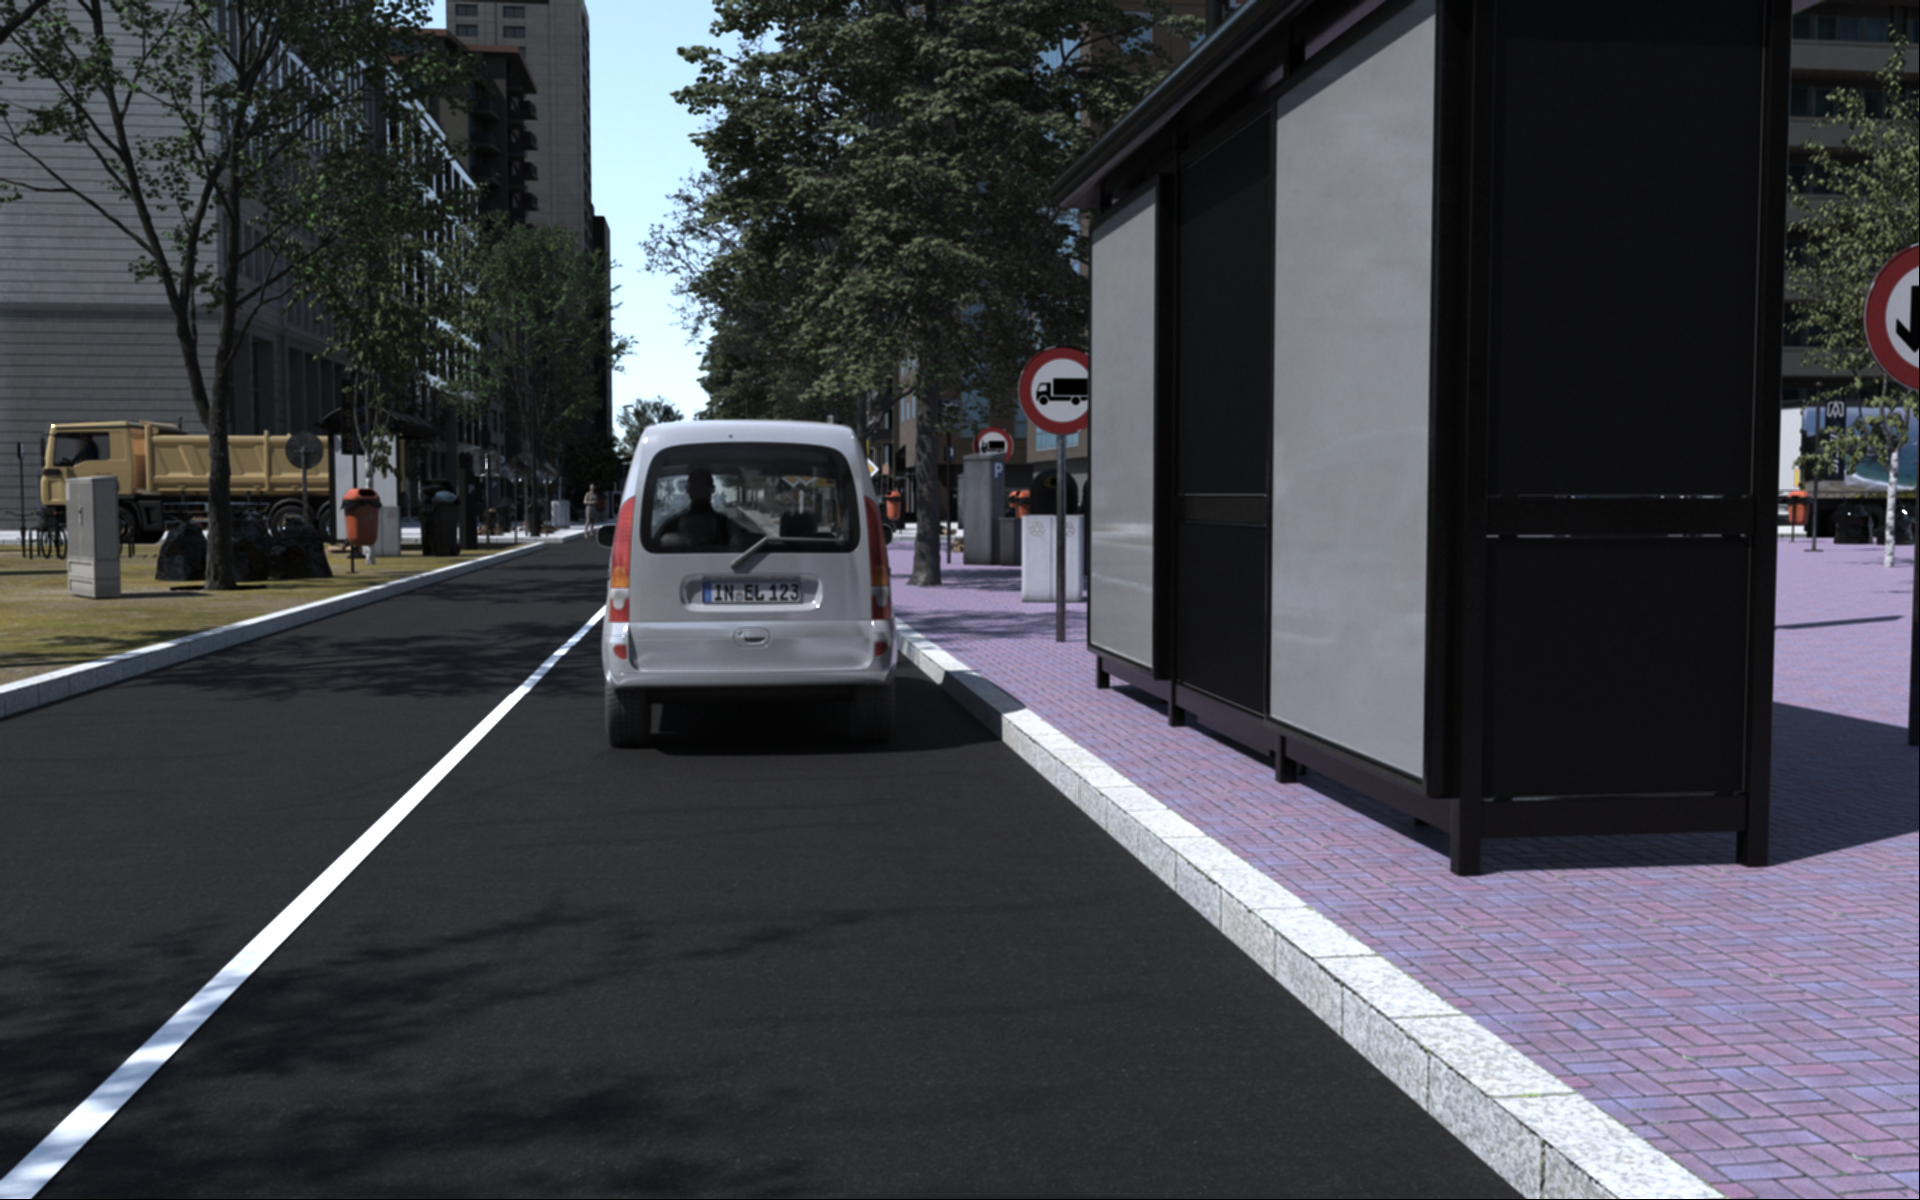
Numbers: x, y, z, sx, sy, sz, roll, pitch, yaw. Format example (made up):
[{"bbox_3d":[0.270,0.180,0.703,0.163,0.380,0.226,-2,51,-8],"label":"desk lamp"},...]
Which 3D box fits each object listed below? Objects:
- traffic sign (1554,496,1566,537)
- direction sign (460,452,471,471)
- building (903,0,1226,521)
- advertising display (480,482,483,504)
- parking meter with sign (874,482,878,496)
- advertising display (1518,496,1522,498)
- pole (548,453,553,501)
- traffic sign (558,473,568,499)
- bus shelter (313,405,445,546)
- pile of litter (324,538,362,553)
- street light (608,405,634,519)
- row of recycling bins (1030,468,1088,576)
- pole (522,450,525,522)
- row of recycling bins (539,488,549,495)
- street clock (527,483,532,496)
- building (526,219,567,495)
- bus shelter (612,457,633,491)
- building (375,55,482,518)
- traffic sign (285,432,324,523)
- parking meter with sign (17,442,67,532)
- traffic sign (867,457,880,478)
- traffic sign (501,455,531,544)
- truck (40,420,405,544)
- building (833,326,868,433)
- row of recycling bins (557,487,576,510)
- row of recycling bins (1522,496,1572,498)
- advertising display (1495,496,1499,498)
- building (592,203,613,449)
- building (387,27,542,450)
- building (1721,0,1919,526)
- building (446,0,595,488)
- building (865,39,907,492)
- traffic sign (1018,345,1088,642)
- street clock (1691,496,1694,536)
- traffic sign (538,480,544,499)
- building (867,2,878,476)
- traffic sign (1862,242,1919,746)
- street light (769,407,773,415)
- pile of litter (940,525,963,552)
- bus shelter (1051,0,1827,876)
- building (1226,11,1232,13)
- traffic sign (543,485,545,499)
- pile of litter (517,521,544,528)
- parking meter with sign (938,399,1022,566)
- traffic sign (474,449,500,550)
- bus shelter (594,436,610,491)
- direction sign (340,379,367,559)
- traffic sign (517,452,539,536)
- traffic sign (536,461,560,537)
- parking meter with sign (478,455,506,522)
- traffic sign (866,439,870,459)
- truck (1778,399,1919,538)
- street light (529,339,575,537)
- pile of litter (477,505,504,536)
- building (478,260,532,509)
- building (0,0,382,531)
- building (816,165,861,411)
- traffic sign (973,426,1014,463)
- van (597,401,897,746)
[{"bbox_3d":[4.297,-0.751,12.391,0.768,2.556,0.104,0,4,-6],"label":"traffic sign"},{"bbox_3d":[-26.819,-6.240,94.025,0.379,3.537,0.876,1,4,19],"label":"direction sign"},{"bbox_3d":[4.443,-26.860,89.272,14.600,45.320,14.200,0,4,-8],"label":"building"},{"bbox_3d":[-26.096,-5.504,95.205,0.123,1.923,0.974,1,4,14],"label":"advertising display"},{"bbox_3d":[-5.146,-7.069,111.839,1.738,3.016,0.543,1,4,13],"label":"parking meter with sign"},{"bbox_3d":[24.764,-4.420,77.484,0.123,1.923,0.974,-2,4,-25],"label":"advertising display"},{"bbox_3d":[-20.439,-5.667,86.506,0.158,3.312,0.155,0,3,0],"label":"pole"},{"bbox_3d":[-22.542,-6.017,98.486,0.768,2.556,0.104,0,4,2],"label":"traffic sign"},{"bbox_3d":[-13.790,-2.912,41.529,2.014,3.302,5.546,0,4,-8],"label":"bus shelter"},{"bbox_3d":[-13.234,-1.457,37.784,1.176,0.858,1.719,-3,5,-41],"label":"pile of litter"},{"bbox_3d":[-17.672,-7.197,90.219,1.470,5.913,1.316,0,4,-8],"label":"street light"},{"bbox_3d":[2.655,-1.221,27.071,3.534,1.692,1.069,2,4,33],"label":"row of recycling bins"},{"bbox_3d":[-20.238,-5.294,80.403,0.158,3.312,0.155,0,3,0],"label":"pole"},{"bbox_3d":[-28.700,-6.892,119.794,1.069,1.692,3.534,-1,4,-10],"label":"row of recycling bins"},{"bbox_3d":[-26.621,-6.276,107.176,0.471,2.002,0.358,-3,5,-44],"label":"street clock"},{"bbox_3d":[-65.500,-32.778,227.794,32.217,40.220,23.993,0,4,-8],"label":"building"},{"bbox_3d":[-21.025,-7.254,109.887,1.731,3.624,6.357,0,4,-8],"label":"bus shelter"},{"bbox_3d":[-41.542,-18.420,105.682,19.350,26.468,34.151,0,4,-8],"label":"building"},{"bbox_3d":[-13.388,-2.158,35.394,0.768,2.556,0.104,0,4,-2],"label":"traffic sign"},{"bbox_3d":[-30.889,-3.821,58.732,1.738,3.016,0.543,-1,4,-18],"label":"parking meter with sign"},{"bbox_3d":[-2.851,-3.170,53.014,0.795,2.450,0.064,0,4,-2],"label":"traffic sign"},{"bbox_3d":[-11.351,-2.483,44.236,0.795,2.450,0.064,0,4,-8],"label":"traffic sign"},{"bbox_3d":[-20.263,-3.114,46.843,9.791,3.379,3.469,0,4,-8],"label":"truck"},{"bbox_3d":[-10.238,-28.102,231.175,14.160,30.474,14.107,0,4,-8],"label":"building"},{"bbox_3d":[-24.105,-6.136,107.439,1.069,1.692,3.534,-2,4,-30],"label":"row of recycling bins"},{"bbox_3d":[27.078,-4.426,79.482,3.534,1.692,1.069,-2,4,-26],"label":"row of recycling bins"},{"bbox_3d":[30.123,-5.548,95.919,0.974,1.923,0.123,2,4,28],"label":"advertising display"},{"bbox_3d":[-61.629,-37.881,269.472,14.600,45.320,14.200,0,4,-8],"label":"building"},{"bbox_3d":[-52.314,-31.276,165.979,22.147,44.769,28.867,0,4,-8],"label":"building"},{"bbox_3d":[39.872,-27.872,79.409,21.600,48.544,21.300,0,4,-8],"label":"building"},{"bbox_3d":[-61.596,-49.661,250.216,20.563,71.187,20.611,0,4,-8],"label":"building"},{"bbox_3d":[2.574,-30.858,159.155,22.147,44.769,28.867,0,4,-8],"label":"building"},{"bbox_3d":[0.876,-0.908,14.957,0.768,2.556,0.104,0,4,-3],"label":"traffic sign"},{"bbox_3d":[16.700,-2.135,39.474,0.471,2.002,0.358,1,4,11],"label":"street clock"},{"bbox_3d":[-20.468,-5.120,84.901,0.795,2.450,0.064,0,4,-4],"label":"traffic sign"},{"bbox_3d":[-0.907,-45.538,182.796,20.563,71.187,20.611,0,4,-8],"label":"building"},{"bbox_3d":[4.894,-0.530,8.779,0.768,2.556,0.104,0,4,-4],"label":"traffic sign"},{"bbox_3d":[-10.201,-7.150,89.441,1.470,5.913,1.316,0,4,-8],"label":"street light"},{"bbox_3d":[0.311,-1.519,38.805,1.719,0.858,1.176,-3,4,-37],"label":"pile of litter"},{"bbox_3d":[1.883,-1.978,9.980,2.179,5.291,8.768,0,4,-8],"label":"bus shelter"},{"bbox_3d":[10.964,-25.807,72.049,14.200,45.320,14.600,0,4,-8],"label":"building"},{"bbox_3d":[-21.686,-5.523,90.300,0.884,2.594,0.081,0,3,0],"label":"traffic sign"},{"bbox_3d":[-16.426,-3.249,67.083,1.719,0.858,1.176,-3,5,-40],"label":"pile of litter"},{"bbox_3d":[0.430,-2.149,31.390,1.738,3.016,0.543,3,5,39],"label":"parking meter with sign"},{"bbox_3d":[-10.766,-2.283,39.460,0.606,2.300,0.079,0,4,1],"label":"traffic sign"},{"bbox_3d":[-24.462,-8.676,119.490,2.179,5.291,8.768,0,4,-8],"label":"bus shelter"},{"bbox_3d":[-12.060,-2.601,34.519,0.379,3.537,0.876,1,4,13],"label":"direction sign"},{"bbox_3d":[-13.217,-3.221,52.767,0.768,2.556,0.104,0,4,-5],"label":"traffic sign"},{"bbox_3d":[-12.445,-2.967,52.146,0.795,2.450,0.064,0,4,-8],"label":"traffic sign"},{"bbox_3d":[-21.207,-5.019,78.324,1.738,3.016,0.543,3,5,43],"label":"parking meter with sign"},{"bbox_3d":[-4.444,-4.282,63.876,2.265,3.308,0.079,0,4,-2],"label":"traffic sign"},{"bbox_3d":[30.257,-3.921,53.017,11.283,4.237,2.839,0,4,-7],"label":"truck"},{"bbox_3d":[-12.239,-4.859,51.991,1.470,5.913,1.316,0,4,-8],"label":"street light"},{"bbox_3d":[-14.825,-2.438,53.825,1.176,0.858,1.719,-2,4,-28],"label":"pile of litter"},{"bbox_3d":[-49.796,-17.914,137.933,27.650,21.520,28.899,0,4,-8],"label":"building"},{"bbox_3d":[-33.490,-18.164,74.470,11.434,29.767,29.804,0,4,-8],"label":"building"},{"bbox_3d":[-9.607,-38.271,249.431,21.300,48.544,21.600,0,4,-8],"label":"building"},{"bbox_3d":[0.617,-1.980,32.474,0.768,2.556,0.104,0,4,-1],"label":"traffic sign"},{"bbox_3d":[-1.386,-0.262,11.300,2.013,2.044,4.112,0,4,-8],"label":"van"}]
